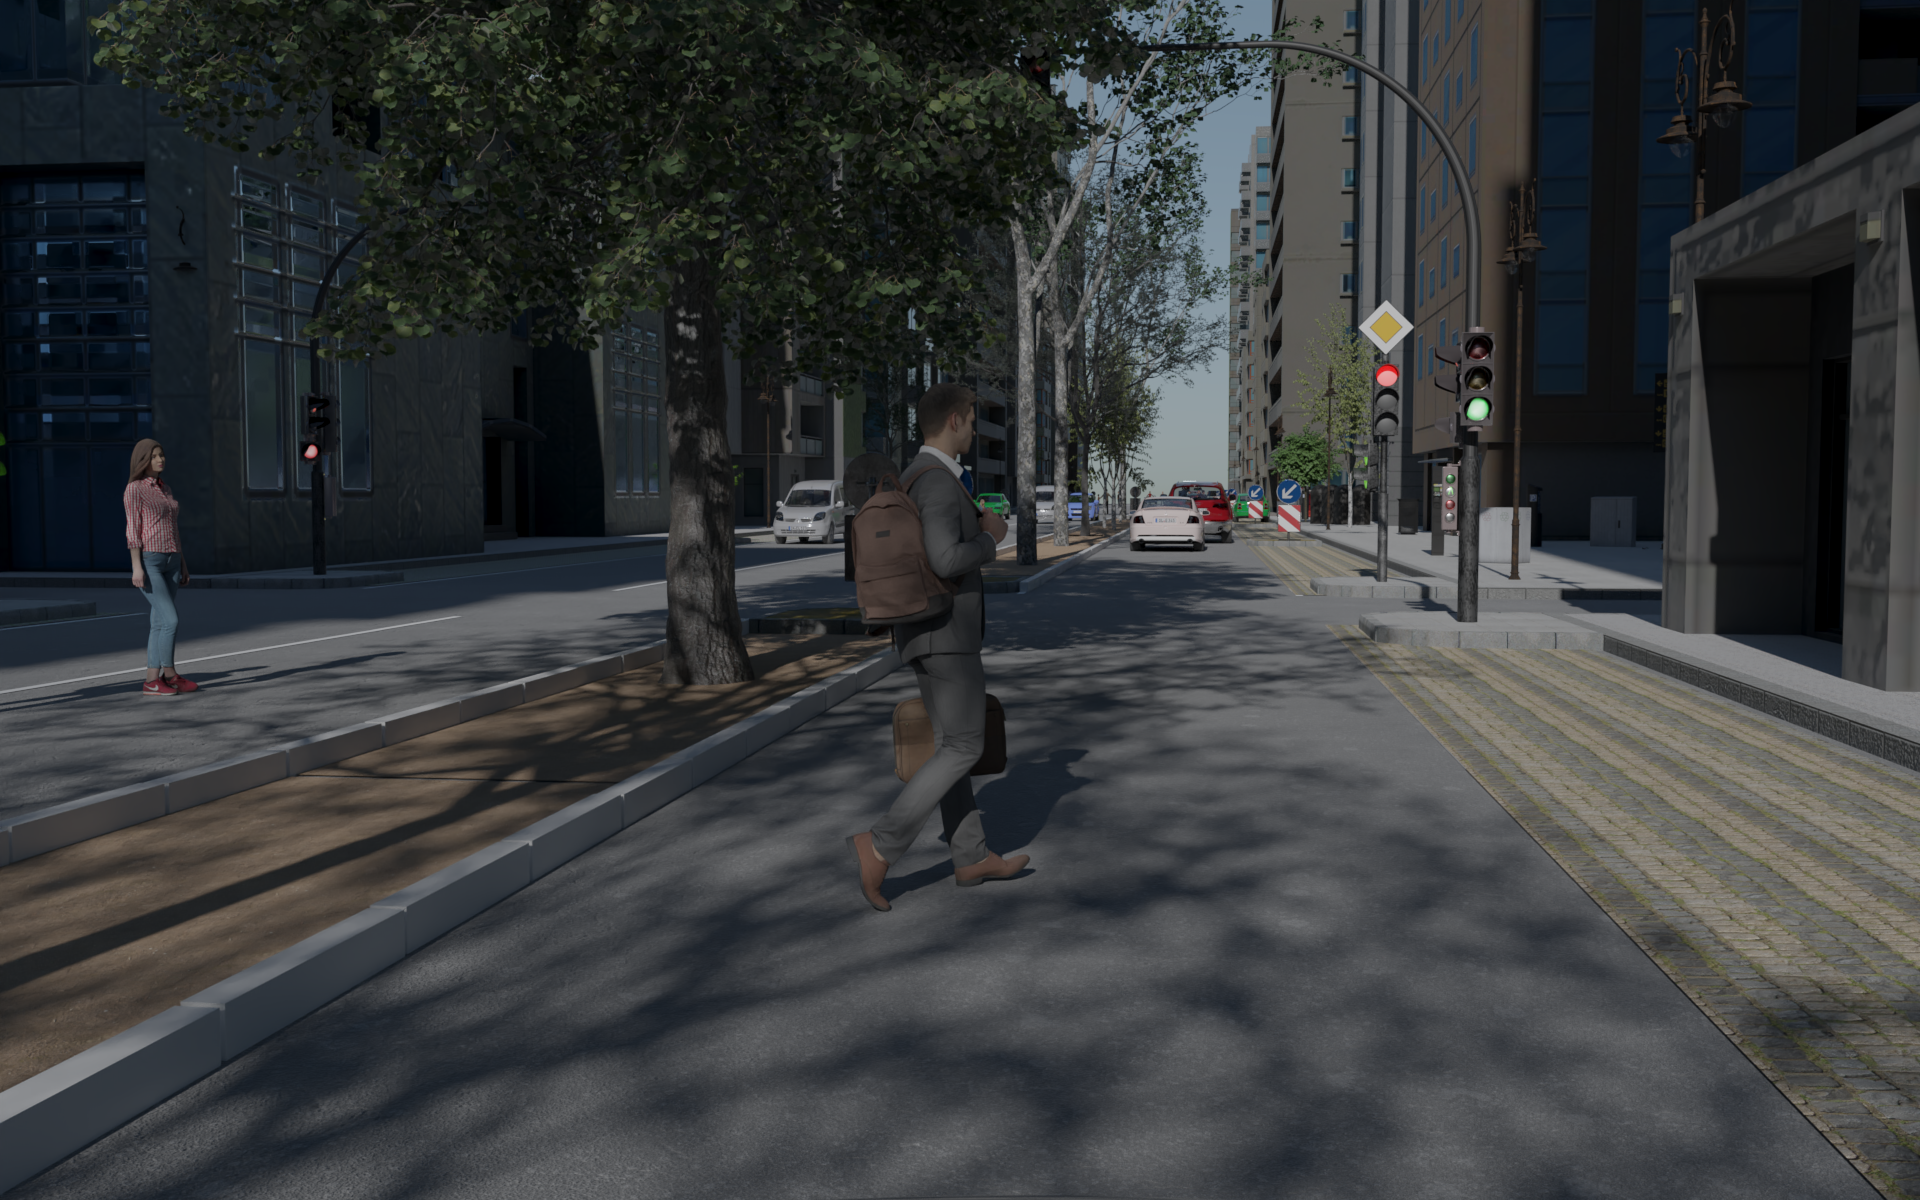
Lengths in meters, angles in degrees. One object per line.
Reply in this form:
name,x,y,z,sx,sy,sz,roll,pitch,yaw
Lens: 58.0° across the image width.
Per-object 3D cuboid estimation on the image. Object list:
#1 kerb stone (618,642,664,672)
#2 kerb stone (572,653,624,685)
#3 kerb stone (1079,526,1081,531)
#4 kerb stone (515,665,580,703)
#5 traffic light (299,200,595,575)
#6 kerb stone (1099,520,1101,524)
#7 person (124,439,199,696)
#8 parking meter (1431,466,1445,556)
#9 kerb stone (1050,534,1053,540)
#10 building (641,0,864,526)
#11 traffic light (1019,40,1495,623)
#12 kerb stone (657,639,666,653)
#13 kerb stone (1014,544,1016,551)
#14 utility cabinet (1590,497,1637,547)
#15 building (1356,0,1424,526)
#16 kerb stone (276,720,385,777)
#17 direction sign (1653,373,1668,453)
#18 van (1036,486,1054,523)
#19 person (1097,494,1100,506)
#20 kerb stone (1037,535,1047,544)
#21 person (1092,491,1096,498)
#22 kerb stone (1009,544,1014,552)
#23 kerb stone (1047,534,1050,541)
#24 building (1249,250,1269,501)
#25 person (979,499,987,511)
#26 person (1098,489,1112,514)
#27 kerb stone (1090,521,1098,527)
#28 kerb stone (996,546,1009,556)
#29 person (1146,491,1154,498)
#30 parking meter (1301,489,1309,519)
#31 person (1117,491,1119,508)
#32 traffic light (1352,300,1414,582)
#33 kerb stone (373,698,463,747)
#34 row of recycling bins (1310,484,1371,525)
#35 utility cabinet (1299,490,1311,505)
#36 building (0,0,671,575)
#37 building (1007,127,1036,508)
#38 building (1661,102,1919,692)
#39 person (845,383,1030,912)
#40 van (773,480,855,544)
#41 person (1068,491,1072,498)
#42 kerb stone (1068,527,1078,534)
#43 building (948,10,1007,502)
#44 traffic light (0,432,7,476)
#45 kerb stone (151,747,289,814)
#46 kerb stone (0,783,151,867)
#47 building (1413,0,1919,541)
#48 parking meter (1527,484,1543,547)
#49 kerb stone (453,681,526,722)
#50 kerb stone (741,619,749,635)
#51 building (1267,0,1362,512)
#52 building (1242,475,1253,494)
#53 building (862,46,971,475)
kerb stone,-2.674,0.485,14.311,0.120,0.150,1.000,0,4,8
kerb stone,-2.823,0.544,13.296,0.120,0.150,1.000,0,4,8
kerb stone,4.474,-2.718,66.640,0.120,0.150,1.000,0,4,8
kerb stone,-2.950,0.606,12.282,0.120,0.150,1.000,0,4,8
traffic light,-8.077,-3.210,27.159,4.771,5.953,1.251,0,4,8
kerb stone,6.278,-3.525,79.836,0.120,0.150,1.000,0,4,8
person,-5.708,-0.232,12.309,0.388,1.821,0.555,0,4,1
parking meter,9.972,-1.859,36.110,0.255,1.863,0.399,1,4,14
kerb stone,2.675,-1.911,53.441,0.120,0.150,1.000,0,4,8
building,-12.191,-23.794,72.634,14.154,41.232,14.086,0,4,8
traffic light,2.984,-2.616,17.431,4.771,5.953,1.251,0,4,8
kerb stone,-2.538,0.420,15.324,0.120,0.150,1.000,0,4,8
kerb stone,1.281,-1.288,43.257,0.120,0.150,1.000,0,4,8
utility cabinet,15.886,-1.894,42.124,1.020,1.237,0.306,3,5,41
building,29.445,-32.909,80.056,21.231,58.520,28.212,0,4,8
kerb stone,-3.370,0.796,9.227,0.120,0.150,1.000,0,4,8
direction sign,13.403,-2.467,32.326,0.876,3.537,0.379,2,4,29
van,4.208,-4.720,84.186,2.013,2.044,4.112,1,4,9
person,13.211,-9.402,165.477,0.557,1.426,1.065,1,4,10
kerb stone,2.397,-1.786,51.401,0.120,0.150,1.000,0,4,8
person,14.465,-11.058,190.024,1.217,1.735,0.721,-3,4,-37
kerb stone,1.139,-1.226,42.245,0.120,0.150,1.000,0,4,8
kerb stone,2.532,-1.846,52.414,0.120,0.150,1.000,0,4,8
building,37.280,-17.741,135.097,27.650,21.520,28.899,0,4,8
person,1.361,-4.818,92.779,0.738,1.151,1.012,3,4,39
person,10.316,-6.973,122.513,1.348,1.823,0.705,-2,4,-27
kerb stone,6.004,-3.401,77.809,0.120,0.150,1.000,0,4,8
kerb stone,1.001,-1.159,41.230,0.120,0.150,1.000,0,4,8
person,25.526,-13.704,232.501,1.348,1.831,0.705,-2,4,-28
parking meter,17.577,-4.879,88.185,0.372,1.533,0.369,0,3,0
person,15.892,-10.099,174.446,0.721,1.723,1.217,0,4,6
traffic light,6.150,-2.219,25.201,0.839,4.253,0.868,0,4,8
kerb stone,-3.226,0.731,10.248,0.120,0.150,1.000,0,4,8
row of recycling bins,16.062,-4.046,73.271,1.069,1.692,3.534,-2,4,-26
utility cabinet,19.587,-5.433,97.504,1.173,1.500,0.318,2,4,27
building,-20.774,-44.586,41.652,22.319,86.520,31.000,0,4,8
building,-0.496,-29.302,162.681,14.154,41.232,14.086,0,4,8
building,15.467,-34.537,2.938,20.563,71.187,20.611,0,4,8
person,-0.098,0.138,6.213,0.822,1.834,0.622,-2,4,-29
van,-4.248,-2.679,50.814,2.013,2.044,4.112,1,4,9
person,11.256,-10.279,177.224,0.621,1.740,0.551,1,4,11
kerb stone,4.199,-2.594,64.612,0.120,0.150,1.000,0,4,8
building,-7.816,-31.845,144.362,21.300,48.544,21.600,0,4,8
traffic light,-11.244,-1.870,19.495,0.839,4.253,0.868,0,4,8
kerb stone,-3.510,0.858,8.208,0.120,0.150,1.000,0,4,8
kerb stone,-3.650,0.918,7.188,0.120,0.150,1.000,0,4,8
building,21.878,-24.584,52.068,14.600,45.320,14.200,0,4,8
parking meter,13.944,-2.057,42.039,0.372,1.533,0.369,0,3,0
kerb stone,-3.094,0.670,11.270,0.120,0.150,1.000,0,4,8
kerb stone,-2.259,0.296,17.351,0.120,0.150,1.000,0,4,8
building,30.887,-29.720,109.626,21.300,48.544,21.600,0,4,8
building,42.770,-28.657,160.419,32.217,40.220,23.993,0,4,8
building,-12.103,-30.495,118.205,23.786,49.044,30.456,0,4,8
